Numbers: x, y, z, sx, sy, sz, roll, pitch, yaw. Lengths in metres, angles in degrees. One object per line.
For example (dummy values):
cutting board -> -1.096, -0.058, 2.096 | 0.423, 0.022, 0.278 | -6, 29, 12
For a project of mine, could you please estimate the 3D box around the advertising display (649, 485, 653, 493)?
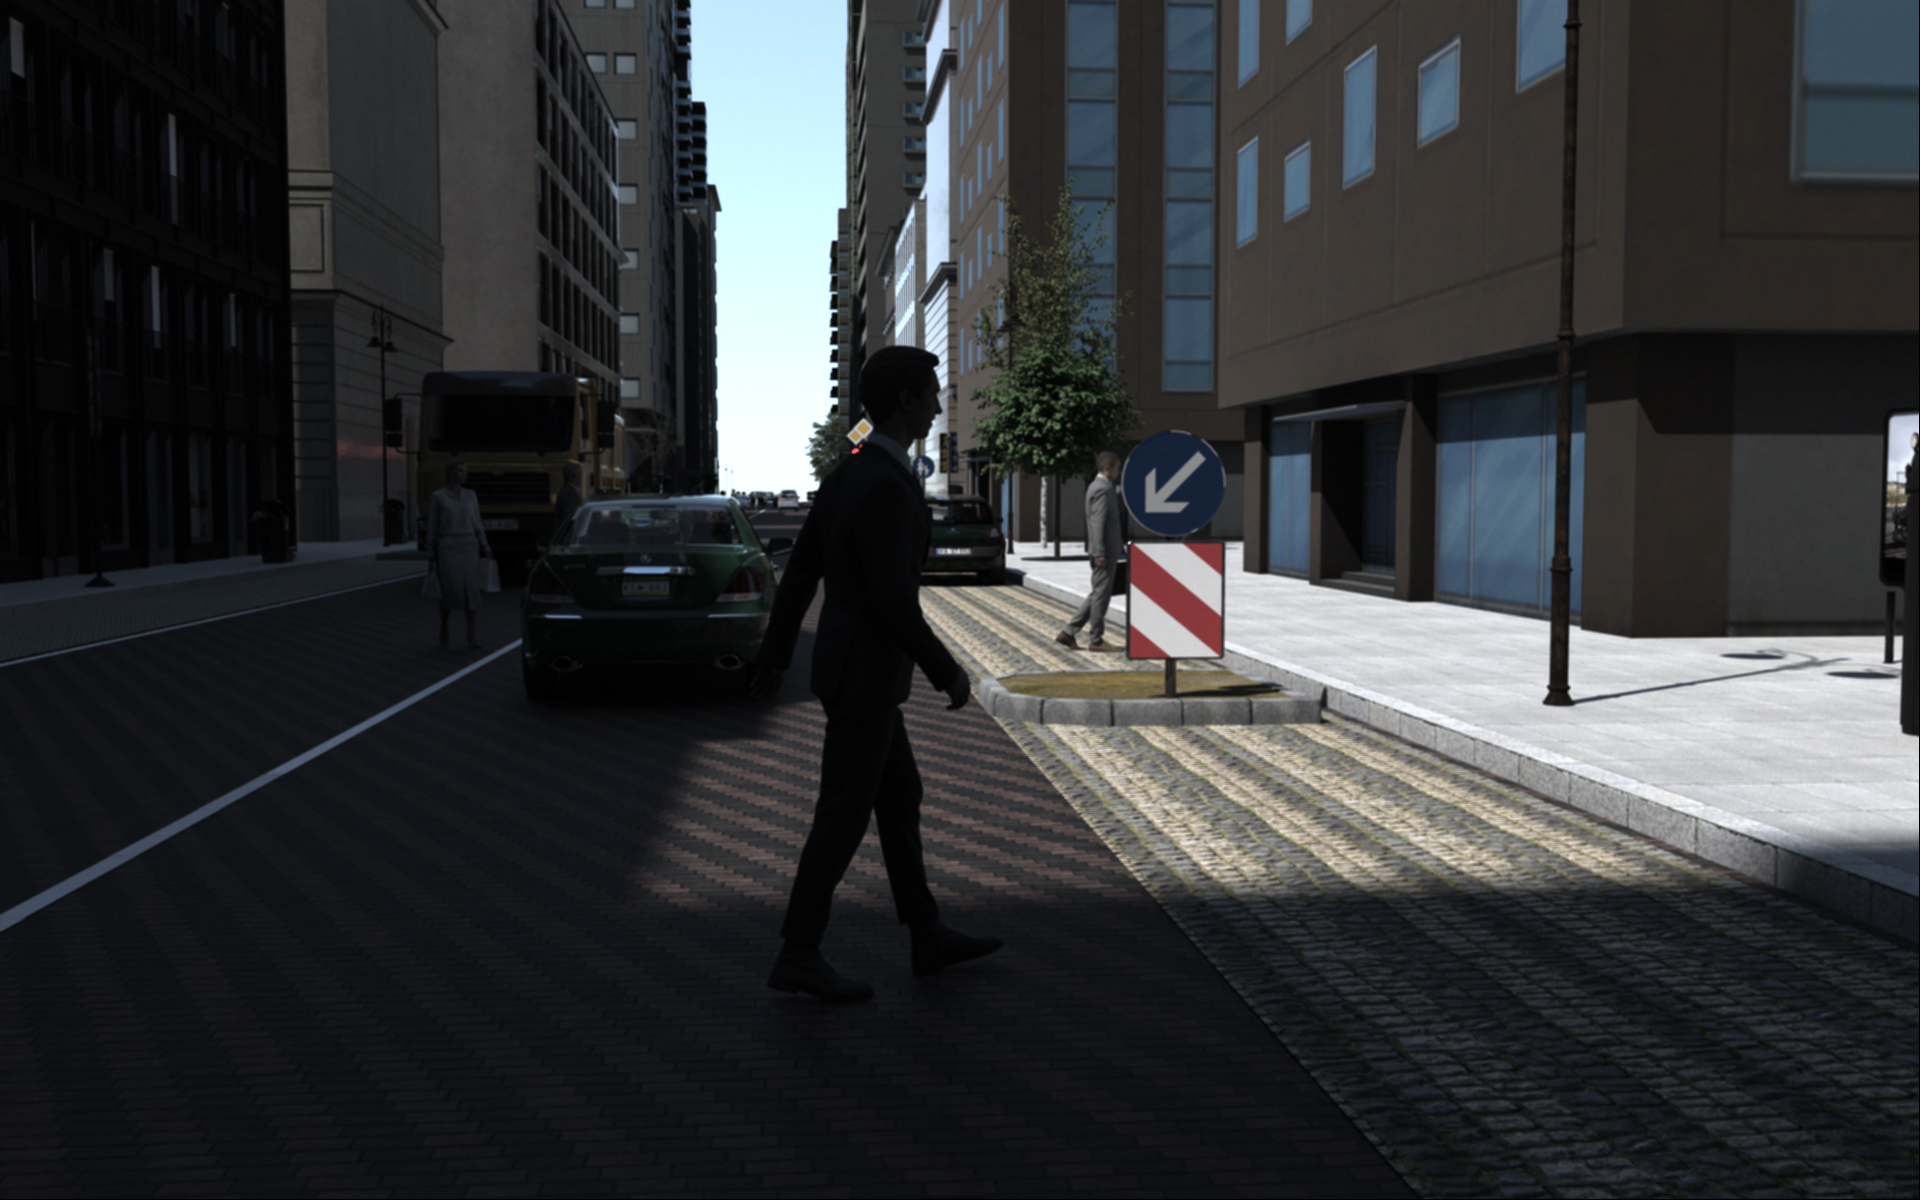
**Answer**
advertising display -> -20.919, -6.836, 116.974 | 0.123, 1.923, 0.974 | -2, 4, -24

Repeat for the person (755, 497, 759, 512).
person -> -16.070, -7.575, 137.373 | 0.382, 1.210, 0.505 | -2, 4, -24

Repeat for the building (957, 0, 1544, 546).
building -> 7.447, -24.561, 51.691 | 14.600, 45.320, 14.200 | 0, 4, -5

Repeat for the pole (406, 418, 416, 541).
pole -> -14.849, -3.241, 46.833 | 0.158, 3.312, 0.155 | 0, 3, 0

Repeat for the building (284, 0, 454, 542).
building -> -31.456, -13.346, 51.486 | 30.059, 22.955, 16.112 | 0, 4, -5

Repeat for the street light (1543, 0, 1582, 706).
street light -> 3.646, -2.299, 10.374 | 0.468, 5.910, 1.993 | 0, 4, -5

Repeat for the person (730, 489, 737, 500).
person -> -16.675, -7.277, 127.698 | 0.478, 1.798, 0.641 | 2, 4, 30

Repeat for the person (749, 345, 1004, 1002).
person -> -0.197, 0.200, 5.000 | 0.755, 1.850, 0.659 | -1, 4, -17

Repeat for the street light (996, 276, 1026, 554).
street light -> 1.081, -3.923, 36.932 | 0.468, 5.910, 1.993 | 0, 4, -5

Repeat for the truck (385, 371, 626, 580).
truck -> -7.521, -2.110, 30.421 | 3.469, 3.379, 9.791 | 0, 4, -7

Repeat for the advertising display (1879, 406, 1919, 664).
advertising display -> 7.095, -0.455, 12.659 | 0.123, 1.923, 0.974 | 0, 4, -7

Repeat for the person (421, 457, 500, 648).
person -> -4.704, -0.455, 16.290 | 0.694, 1.780, 0.624 | -1, 4, -20

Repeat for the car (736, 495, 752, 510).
car -> -19.990, -8.885, 157.631 | 2.083, 1.381, 4.827 | 0, 4, -7

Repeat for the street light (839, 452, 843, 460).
street light -> -11.676, -12.060, 169.968 | 0.468, 5.910, 1.993 | 0, 4, -5

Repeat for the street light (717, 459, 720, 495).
street light -> -32.093, -15.746, 230.236 | 0.468, 5.910, 1.993 | 0, 4, -5

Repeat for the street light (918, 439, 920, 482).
street light -> -1.491, -5.524, 63.110 | 0.468, 5.910, 1.993 | 0, 4, -5

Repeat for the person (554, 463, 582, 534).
person -> -4.236, -0.628, 19.162 | 0.834, 1.777, 0.661 | -2, 4, -28

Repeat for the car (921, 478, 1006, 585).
car -> -0.239, -1.143, 28.480 | 2.009, 1.686, 4.222 | 0, 4, -4

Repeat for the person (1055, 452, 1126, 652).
person -> 1.301, -0.429, 15.634 | 0.853, 1.813, 0.709 | 0, 4, -4

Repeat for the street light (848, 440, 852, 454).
street light -> -9.183, -10.552, 145.307 | 0.468, 5.910, 1.993 | 0, 4, -5

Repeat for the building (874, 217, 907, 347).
building -> -0.964, -16.883, 126.941 | 10.553, 20.767, 40.483 | 0, 4, -5

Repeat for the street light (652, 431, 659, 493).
street light -> -21.868, -9.291, 124.698 | 0.468, 5.910, 1.993 | 0, 4, -5

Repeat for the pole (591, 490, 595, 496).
pole -> -18.530, -5.723, 87.407 | 0.158, 3.312, 0.155 | 0, 3, 0

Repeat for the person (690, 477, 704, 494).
person -> -6.327, -2.086, 42.418 | 0.447, 1.846, 0.655 | 1, 4, 14

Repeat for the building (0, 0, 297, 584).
building -> -20.264, -12.238, 29.762 | 12.332, 23.373, 15.834 | 0, 4, -5

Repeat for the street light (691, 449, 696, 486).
street light -> -26.580, -12.255, 173.149 | 0.468, 5.910, 1.993 | 0, 4, -5

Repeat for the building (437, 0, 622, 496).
building -> -28.453, -17.247, 86.510 | 19.350, 26.468, 34.151 | 0, 4, -5

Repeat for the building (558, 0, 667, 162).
building -> -40.872, -34.752, 157.426 | 28.713, 52.752, 27.495 | 0, 4, -5

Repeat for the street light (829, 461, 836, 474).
street light -> -14.246, -13.657, 196.082 | 0.468, 5.910, 1.993 | 0, 4, -5

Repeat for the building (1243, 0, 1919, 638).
building -> 11.853, -22.702, 21.293 | 14.600, 45.320, 14.200 | 0, 4, -5

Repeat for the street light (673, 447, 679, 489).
street light -> -24.189, -10.675, 147.323 | 0.468, 5.910, 1.993 | 0, 4, -5

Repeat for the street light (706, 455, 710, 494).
street light -> -29.097, -13.873, 199.602 | 0.468, 5.910, 1.993 | 0, 4, -5

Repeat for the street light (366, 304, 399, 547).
street light -> -14.041, -4.247, 42.227 | 0.468, 5.910, 1.993 | 0, 4, -5

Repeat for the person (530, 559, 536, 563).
person -> -9.004, -1.642, 35.768 | 0.576, 1.772, 0.534 | 0, 4, -3

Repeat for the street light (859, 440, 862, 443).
street light -> -6.841, -8.968, 119.412 | 0.468, 5.910, 1.993 | 0, 4, -5

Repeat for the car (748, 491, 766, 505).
car -> -25.773, -12.894, 219.496 | 2.281, 1.827, 5.304 | 0, 4, -6

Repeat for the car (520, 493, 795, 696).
car -> -2.367, -0.124, 13.820 | 2.131, 1.459, 4.920 | 0, 4, -7

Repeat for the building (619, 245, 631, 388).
building -> -28.529, -17.015, 114.346 | 11.583, 22.565, 21.152 | 0, 4, -5

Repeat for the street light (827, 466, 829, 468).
street light -> -16.793, -15.273, 222.504 | 0.468, 5.910, 1.993 | 0, 4, -5

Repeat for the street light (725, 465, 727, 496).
street light -> -34.592, -17.345, 256.384 | 0.468, 5.910, 1.993 | 0, 4, -5

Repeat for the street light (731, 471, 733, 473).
street light -> -37.153, -18.924, 282.194 | 0.468, 5.910, 1.993 | 0, 4, -5

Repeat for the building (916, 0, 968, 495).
building -> 8.501, -17.954, 79.456 | 20.117, 28.700, 13.634 | 0, 4, -5

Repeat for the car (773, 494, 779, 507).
car -> -20.053, -11.358, 194.497 | 1.959, 1.807, 4.718 | 0, 4, -4

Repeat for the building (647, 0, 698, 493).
building -> -38.291, -45.442, 181.227 | 20.563, 71.187, 20.611 | 0, 4, -5

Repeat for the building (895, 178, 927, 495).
building -> 2.014, -14.908, 98.491 | 10.420, 20.320, 16.860 | 0, 4, -5
